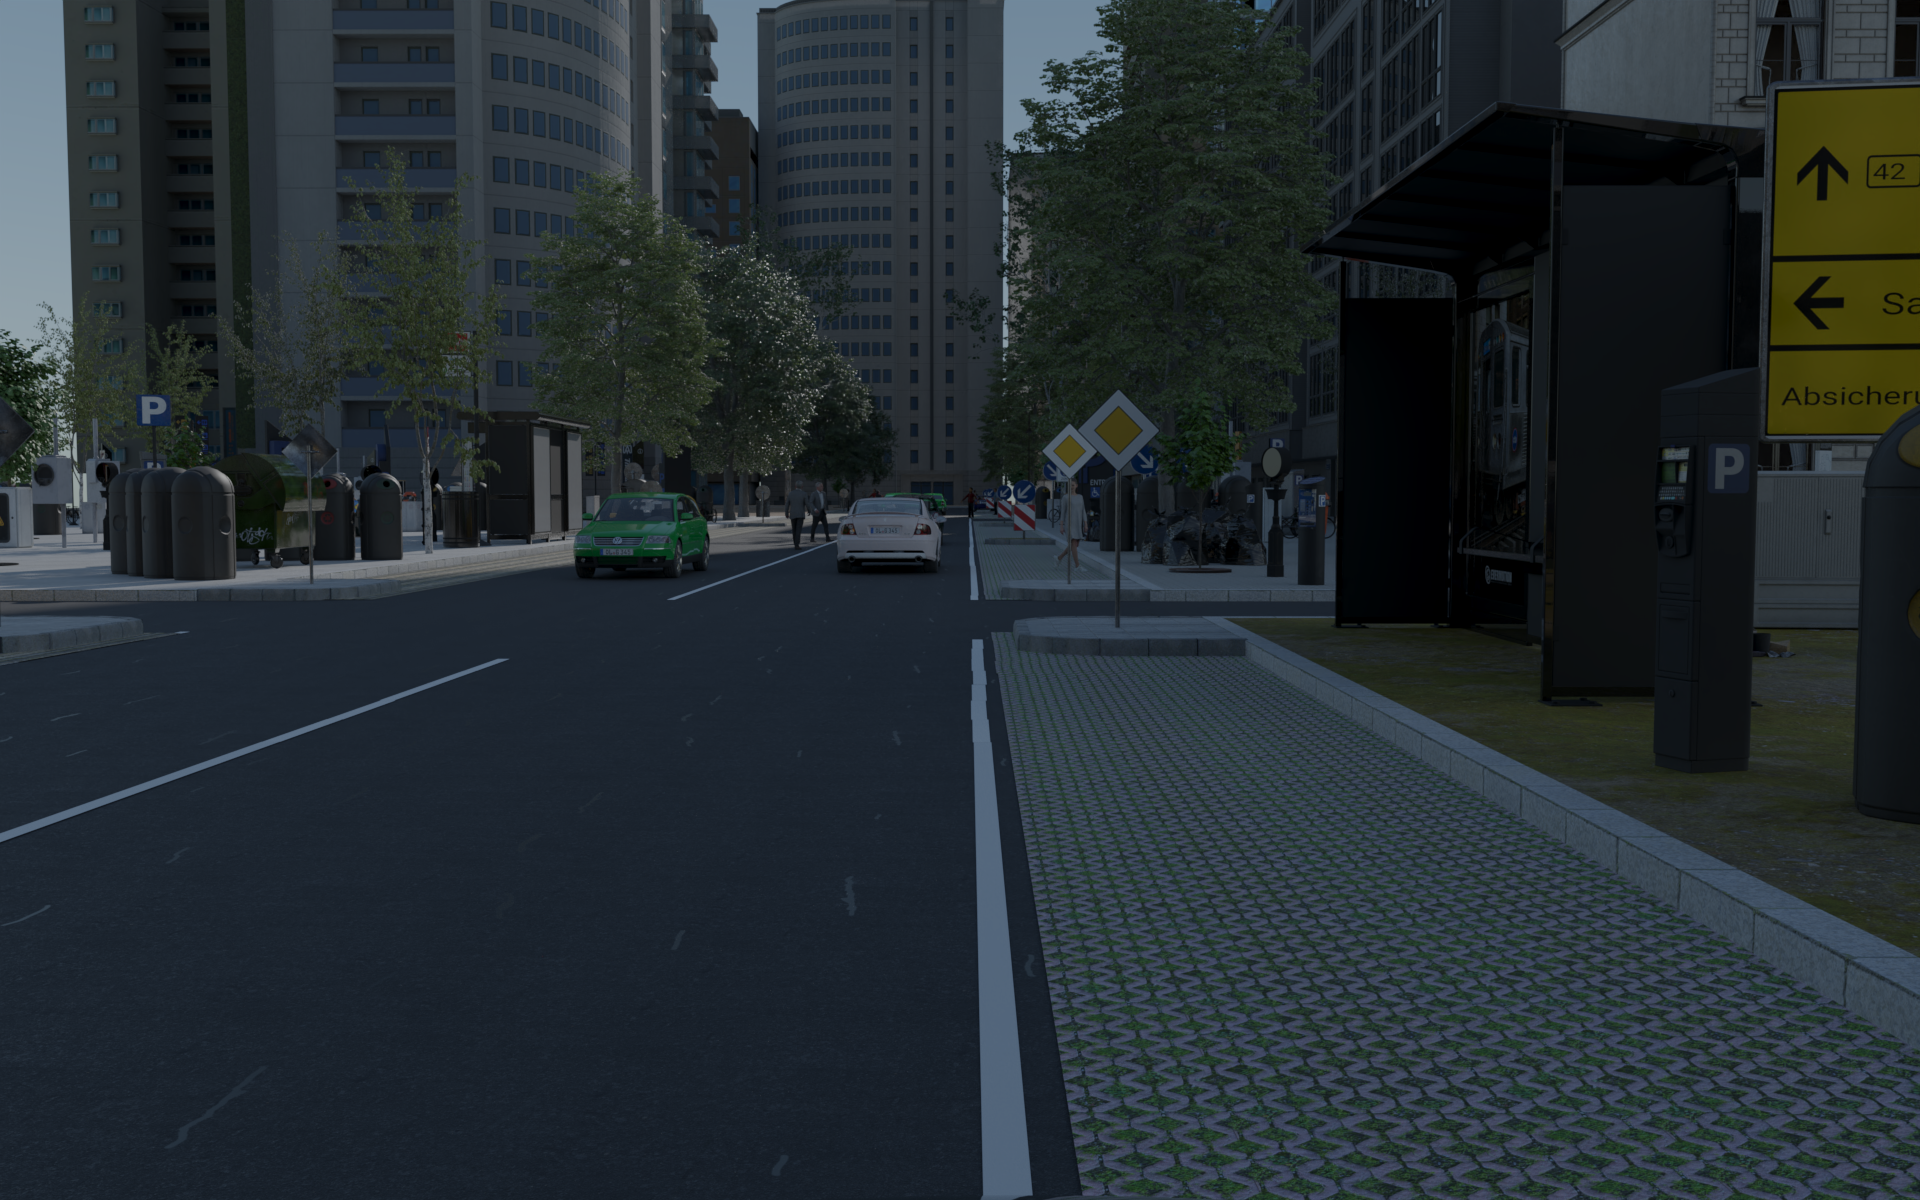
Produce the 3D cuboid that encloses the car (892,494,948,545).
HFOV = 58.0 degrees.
[{"bbox_3d":[-1.346,-2.452,49.878,2.009,1.686,4.222,0,4,-1],"label":"car"}]

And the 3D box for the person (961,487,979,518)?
[{"bbox_3d":[0.620,-5.712,101.853,1.348,1.831,0.705,3,4,39],"label":"person"}]

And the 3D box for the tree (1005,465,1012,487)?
[{"bbox_3d":[5.387,-9.796,143.884,4.285,4.588,4.351,0,3,0],"label":"tree"}]

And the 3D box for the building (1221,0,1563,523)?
[{"bbox_3d":[21.757,-17.943,86.871,14.314,27.812,24.014,0,4,0],"label":"building"}]

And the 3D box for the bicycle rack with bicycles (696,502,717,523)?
[{"bbox_3d":[-11.847,-3.864,76.561,2.852,0.926,2.925,3,5,39],"label":"bicycle rack with bicycles"}]

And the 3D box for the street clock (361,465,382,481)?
[{"bbox_3d":[-14.594,-2.350,42.998,0.471,2.002,0.358,-3,4,-36],"label":"street clock"}]

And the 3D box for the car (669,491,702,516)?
[{"bbox_3d":[-6.743,-1.753,38.893,2.015,1.641,3.980,0,4,0],"label":"car"}]

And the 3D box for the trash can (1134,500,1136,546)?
[{"bbox_3d":[4.531,-1.921,43.068,0.748,1.137,0.748,0,3,0],"label":"trash can"}]

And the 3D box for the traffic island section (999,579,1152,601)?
[{"bbox_3d":[1.574,-0.145,24.644,2.009,0.180,2.903,0,4,0],"label":"traffic island section"}]

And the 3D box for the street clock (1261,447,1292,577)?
[{"bbox_3d":[4.881,-1.356,26.746,0.358,2.002,0.471,-2,4,-32],"label":"street clock"}]

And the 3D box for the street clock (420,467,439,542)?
[{"bbox_3d":[-14.177,-2.565,46.500,0.358,2.002,0.471,0,4,8],"label":"street clock"}]

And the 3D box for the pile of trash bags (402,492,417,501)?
[{"bbox_3d":[-22.768,-4.069,76.282,3.447,1.369,1.912,-1,4,-13],"label":"pile of trash bags"}]

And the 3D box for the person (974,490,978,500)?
[{"bbox_3d":[1.399,-9.458,163.239,1.348,1.812,0.705,2,4,25],"label":"person"}]

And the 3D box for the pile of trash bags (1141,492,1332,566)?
[{"bbox_3d":[5.111,-1.350,31.818,3.447,1.369,1.912,0,4,-5],"label":"pile of trash bags"}]

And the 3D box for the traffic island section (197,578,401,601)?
[{"bbox_3d":[-9.267,-0.148,24.703,2.009,0.180,2.903,0,4,0],"label":"traffic island section"}]

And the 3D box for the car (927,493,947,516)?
[{"bbox_3d":[-1.833,-6.524,115.460,1.959,1.807,4.718,0,4,-2],"label":"car"}]

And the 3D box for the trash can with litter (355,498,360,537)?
[{"bbox_3d":[-17.789,-2.424,51.024,0.624,1.170,1.055,1,4,20],"label":"trash can with litter"}]

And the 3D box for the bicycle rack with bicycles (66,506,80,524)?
[{"bbox_3d":[-38.553,-3.763,74.906,2.852,0.926,2.925,1,4,21],"label":"bicycle rack with bicycles"}]

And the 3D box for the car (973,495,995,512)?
[{"bbox_3d":[1.886,-7.594,136.738,1.945,1.354,3.894,0,4,-1],"label":"car"}]

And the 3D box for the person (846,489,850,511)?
[{"bbox_3d":[-8.901,-7.865,137.100,0.705,1.823,1.348,-1,4,-9],"label":"person"}]

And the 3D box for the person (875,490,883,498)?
[{"bbox_3d":[-4.717,-5.565,100.965,0.415,1.643,0.593,3,4,36],"label":"person"}]

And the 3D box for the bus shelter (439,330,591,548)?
[{"bbox_3d":[-11.677,-4.136,45.252,2.179,5.291,8.768,0,4,0],"label":"bus shelter"}]

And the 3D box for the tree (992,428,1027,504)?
[{"bbox_3d":[5.193,-13.270,167.331,4.360,8.622,3.978,0,3,0],"label":"tree"}]

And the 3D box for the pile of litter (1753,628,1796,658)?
[{"bbox_3d":[6.074,-0.023,14.340,1.176,0.858,1.719,-1,4,-14],"label":"pile of litter"}]

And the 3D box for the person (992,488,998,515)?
[{"bbox_3d":[2.394,-6.692,117.901,0.705,1.826,1.348,-1,4,-10],"label":"person"}]

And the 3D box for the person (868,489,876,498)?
[{"bbox_3d":[-6.403,-7.401,129.450,1.348,1.831,0.705,2,4,25],"label":"person"}]

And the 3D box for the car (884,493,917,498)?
[{"bbox_3d":[-1.982,-3.210,61.280,1.959,1.807,4.718,0,4,0],"label":"car"}]

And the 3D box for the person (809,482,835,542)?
[{"bbox_3d":[-4.112,-2.592,51.277,0.834,1.777,0.661,3,4,37],"label":"person"}]

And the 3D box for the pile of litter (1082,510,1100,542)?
[{"bbox_3d":[3.840,-2.017,46.949,1.176,0.858,1.719,0,4,-3],"label":"pile of litter"}]

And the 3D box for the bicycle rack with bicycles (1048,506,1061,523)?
[{"bbox_3d":[5.400,-3.931,77.648,2.925,0.926,2.852,-1,4,-10],"label":"bicycle rack with bicycles"}]

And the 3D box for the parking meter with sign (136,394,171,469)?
[{"bbox_3d":[-14.484,-2.137,31.194,0.543,3.016,1.738,-2,4,-24],"label":"parking meter with sign"}]

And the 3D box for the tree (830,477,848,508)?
[{"bbox_3d":[-11.201,-10.211,161.543,1.663,3.219,1.824,0,3,0],"label":"tree"}]

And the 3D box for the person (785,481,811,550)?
[{"bbox_3d":[-4.184,-2.201,44.887,0.661,1.777,0.834,0,4,5],"label":"person"}]

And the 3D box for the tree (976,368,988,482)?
[{"bbox_3d":[4.760,-11.657,108.723,7.486,12.596,7.792,0,3,0],"label":"tree"}]

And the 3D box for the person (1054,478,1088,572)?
[{"bbox_3d":[2.035,-1.389,31.958,0.760,1.731,0.466,2,4,32],"label":"person"}]

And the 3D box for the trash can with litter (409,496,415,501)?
[{"bbox_3d":[-22.174,-3.601,69.931,1.678,1.210,2.233,-2,4,-26],"label":"trash can with litter"}]

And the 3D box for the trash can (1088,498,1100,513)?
[{"bbox_3d":[4.831,-3.047,61.465,0.748,1.137,0.748,0,3,0],"label":"trash can"}]

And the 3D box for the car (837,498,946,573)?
[{"bbox_3d":[-1.309,-1.258,32.938,2.083,1.381,4.827,0,4,0],"label":"car"}]

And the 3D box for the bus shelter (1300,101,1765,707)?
[{"bbox_3d":[4.084,-1.360,13.513,1.731,3.624,6.357,0,4,0],"label":"bus shelter"}]

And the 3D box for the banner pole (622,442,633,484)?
[{"bbox_3d":[-14.196,-5.086,73.171,0.863,3.779,0.401,-1,4,-9],"label":"banner pole"}]

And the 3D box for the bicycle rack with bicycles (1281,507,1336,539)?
[{"bbox_3d":[9.458,-2.256,50.270,2.925,0.926,2.852,2,4,24],"label":"bicycle rack with bicycles"}]

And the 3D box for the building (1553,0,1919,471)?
[{"bbox_3d":[24.478,-10.744,40.288,19.286,19.102,10.561,0,4,0],"label":"building"}]

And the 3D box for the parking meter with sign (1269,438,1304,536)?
[{"bbox_3d":[10.247,-3.498,53.454,0.543,3.016,1.738,-2,4,-25],"label":"parking meter with sign"}]

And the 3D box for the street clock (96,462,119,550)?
[{"bbox_3d":[-19.438,-2.138,39.518,0.471,2.002,0.358,1,4,22],"label":"street clock"}]

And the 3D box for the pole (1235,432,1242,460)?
[{"bbox_3d":[9.076,-3.835,56.540,0.158,3.312,0.155,0,3,0],"label":"pole"}]

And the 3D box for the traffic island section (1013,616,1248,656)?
[{"bbox_3d":[1.534,0.344,16.659,2.009,0.180,2.903,0,4,0],"label":"traffic island section"}]

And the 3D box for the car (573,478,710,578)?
[{"bbox_3d":[-5.635,-1.356,30.975,1.959,1.807,4.718,0,4,1],"label":"car"}]

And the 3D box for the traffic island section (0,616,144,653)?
[{"bbox_3d":[-9.307,0.340,16.718,2.009,0.180,2.903,0,4,0],"label":"traffic island section"}]
